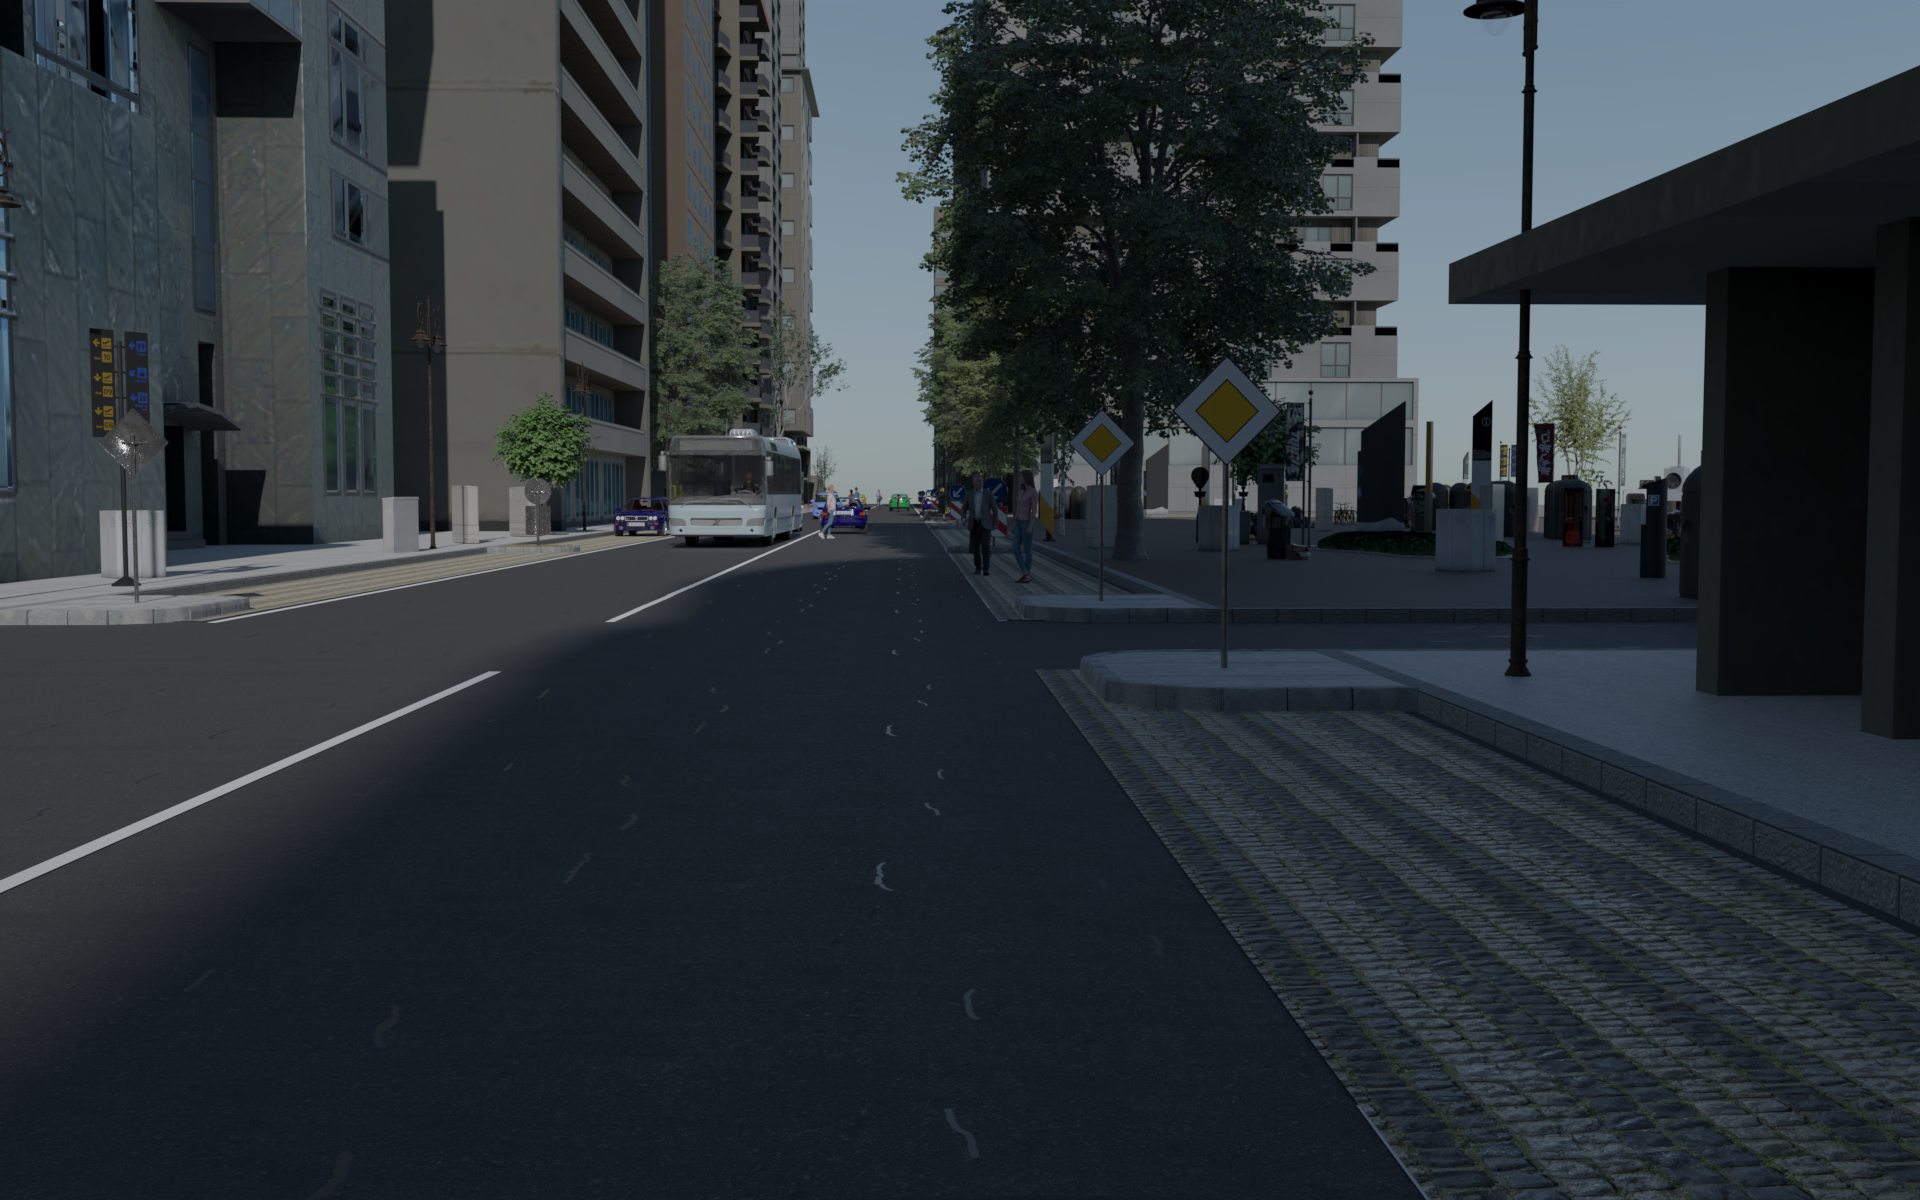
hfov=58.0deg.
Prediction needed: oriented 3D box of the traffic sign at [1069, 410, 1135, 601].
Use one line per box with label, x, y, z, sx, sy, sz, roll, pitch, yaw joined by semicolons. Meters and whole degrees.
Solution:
traffic sign;1.689;-1.043;20.699;0.795;2.450;0.064;0;4;-2

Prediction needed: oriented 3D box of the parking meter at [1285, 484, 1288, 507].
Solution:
parking meter;16.791;-5.145;89.839;0.255;1.863;0.399;-3;5;-43

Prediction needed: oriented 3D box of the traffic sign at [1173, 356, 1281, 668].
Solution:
traffic sign;1.947;-0.555;12.718;0.795;2.450;0.064;0;4;-2

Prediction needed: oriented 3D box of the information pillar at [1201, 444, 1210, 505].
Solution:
information pillar;10.236;-4.941;72.136;0.183;3.616;0.504;-2;4;-30

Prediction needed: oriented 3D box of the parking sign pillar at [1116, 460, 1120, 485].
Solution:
parking sign pillar;7.910;-5.984;86.311;1.447;3.967;1.447;2;4;27

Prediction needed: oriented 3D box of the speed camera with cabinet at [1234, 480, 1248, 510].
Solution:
speed camera with cabinet;13.775;-5.546;85.017;0.660;3.252;2.038;0;4;7

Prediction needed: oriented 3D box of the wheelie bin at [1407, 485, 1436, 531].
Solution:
wheelie bin;16.013;-3.185;59.982;0.980;1.594;0.693;0;4;-2

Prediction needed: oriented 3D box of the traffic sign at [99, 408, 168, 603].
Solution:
traffic sign;-9.700;-1.022;20.353;0.795;2.450;0.064;0;4;-2

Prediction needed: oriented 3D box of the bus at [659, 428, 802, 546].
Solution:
bus;-6.464;-3.436;51.041;2.948;3.499;13.247;0;4;-1

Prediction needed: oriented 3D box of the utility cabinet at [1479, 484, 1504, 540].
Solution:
utility cabinet;12.081;-1.879;39.405;0.318;1.500;1.173;2;4;30

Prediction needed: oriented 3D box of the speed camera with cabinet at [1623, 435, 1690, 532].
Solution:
speed camera with cabinet;23.437;-3.914;58.327;2.038;3.252;0.660;3;5;43

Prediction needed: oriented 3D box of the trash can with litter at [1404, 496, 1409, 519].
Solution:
trash can with litter;22.016;-4.639;86.899;1.678;1.210;2.233;-3;5;-42

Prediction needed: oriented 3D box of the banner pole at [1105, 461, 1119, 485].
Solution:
banner pole;7.489;-5.730;83.704;0.401;3.779;0.863;-2;4;-29

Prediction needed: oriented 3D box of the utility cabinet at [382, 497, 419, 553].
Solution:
utility cabinet;-12.268;-1.641;37.990;0.306;1.237;1.020;1;4;13

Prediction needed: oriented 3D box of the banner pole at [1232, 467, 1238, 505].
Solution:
banner pole;9.491;-4.225;59.102;0.401;3.779;0.863;-3;4;-37

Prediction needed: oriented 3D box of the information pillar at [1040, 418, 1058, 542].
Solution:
information pillar;2.370;-3.400;46.952;0.183;3.616;0.504;-3;4;-38

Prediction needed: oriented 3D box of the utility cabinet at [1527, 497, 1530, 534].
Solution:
utility cabinet;18.166;-2.737;55.916;0.306;1.237;1.020;0;4;8

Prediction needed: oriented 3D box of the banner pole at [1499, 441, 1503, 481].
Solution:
banner pole;25.589;-5.619;81.894;0.401;3.779;0.863;2;4;28

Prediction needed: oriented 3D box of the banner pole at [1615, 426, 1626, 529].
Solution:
banner pole;24.404;-4.518;63.886;0.401;3.779;0.863;3;5;40

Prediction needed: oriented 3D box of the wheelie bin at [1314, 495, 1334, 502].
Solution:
wheelie bin;18.960;-5.035;90.224;0.980;1.594;0.693;1;4;10

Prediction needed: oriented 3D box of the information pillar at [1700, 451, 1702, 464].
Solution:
information pillar;12.656;-1.507;29.126;0.304;2.012;0.304;-1;4;-13

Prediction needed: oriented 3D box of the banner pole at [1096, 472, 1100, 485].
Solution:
banner pole;7.844;-6.449;95.452;0.863;3.779;0.401;-1;4;-22

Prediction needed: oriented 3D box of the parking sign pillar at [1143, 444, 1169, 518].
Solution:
parking sign pillar;10.521;-6.395;93.024;1.447;3.967;1.447;-1;4;-21

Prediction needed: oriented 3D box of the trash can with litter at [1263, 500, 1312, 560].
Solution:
trash can with litter;6.489;-1.392;34.139;0.624;1.170;1.055;-3;4;-37

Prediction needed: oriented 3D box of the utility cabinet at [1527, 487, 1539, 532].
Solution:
utility cabinet;19.137;-3.038;58.354;0.318;1.500;1.173;3;4;36

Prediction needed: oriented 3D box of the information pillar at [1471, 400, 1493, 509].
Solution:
information pillar;12.950;-3.156;42.952;0.504;3.616;0.183;1;4;14

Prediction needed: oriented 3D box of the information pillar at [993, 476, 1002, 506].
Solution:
information pillar;1.549;-4.106;71.619;0.304;2.012;0.304;-1;4;-16

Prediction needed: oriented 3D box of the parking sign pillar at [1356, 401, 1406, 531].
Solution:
parking sign pillar;12.239;-3.784;50.342;1.447;3.967;1.447;0;4;-7

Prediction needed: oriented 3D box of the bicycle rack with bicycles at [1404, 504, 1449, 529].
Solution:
bicycle rack with bicycles;17.760;-3.086;63.834;2.852;0.926;2.925;-3;4;-36

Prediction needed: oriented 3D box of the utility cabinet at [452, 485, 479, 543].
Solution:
utility cabinet;-12.858;-2.224;45.048;0.318;1.500;1.173;-2;4;-35

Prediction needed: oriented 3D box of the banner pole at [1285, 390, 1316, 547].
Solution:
banner pole;8.209;-3.160;41.688;0.863;3.779;0.401;-1;4;-13

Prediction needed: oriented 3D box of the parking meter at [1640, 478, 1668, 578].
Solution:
parking meter;10.640;-1.110;26.560;0.372;1.533;0.369;0;3;0

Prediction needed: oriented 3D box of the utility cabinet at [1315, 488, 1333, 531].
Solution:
utility cabinet;12.694;-3.158;60.314;0.318;1.500;1.173;0;4;-4

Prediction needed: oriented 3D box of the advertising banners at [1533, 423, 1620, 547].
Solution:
advertising banners;14.973;-2.811;42.152;2.074;3.025;0.090;2;4;35

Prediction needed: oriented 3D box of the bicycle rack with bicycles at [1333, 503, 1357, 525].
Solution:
bicycle rack with bicycles;16.533;-3.608;72.379;2.925;0.926;2.852;-3;5;-43

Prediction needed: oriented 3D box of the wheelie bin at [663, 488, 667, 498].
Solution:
wheelie bin;-15.657;-5.255;93.826;0.980;1.594;0.693;0;4;-5

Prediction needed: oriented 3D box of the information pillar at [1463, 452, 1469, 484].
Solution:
information pillar;27.882;-6.370;95.512;0.504;3.616;0.183;-3;5;-44

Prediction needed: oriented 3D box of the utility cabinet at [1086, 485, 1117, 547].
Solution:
utility cabinet;3.610;-2.012;41.582;1.173;1.500;0.318;-2;4;-26

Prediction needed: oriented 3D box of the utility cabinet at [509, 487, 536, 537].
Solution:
utility cabinet;-13.140;-2.649;51.985;0.318;1.500;1.173;-3;5;-40

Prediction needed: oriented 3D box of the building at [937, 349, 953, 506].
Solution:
building;11.047;-23.347;226.758;27.650;21.520;28.899;0;4;-2

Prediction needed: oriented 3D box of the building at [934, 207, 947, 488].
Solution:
building;3.224;-34.533;248.215;14.154;41.232;14.086;0;4;-2

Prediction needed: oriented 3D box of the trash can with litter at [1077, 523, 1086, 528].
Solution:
trash can with litter;5.199;-3.248;64.166;1.678;1.210;2.233;-2;4;-26

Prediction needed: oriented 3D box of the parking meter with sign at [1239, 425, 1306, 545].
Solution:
parking meter with sign;7.912;-2.925;44.092;1.738;3.016;0.543;1;4;12
